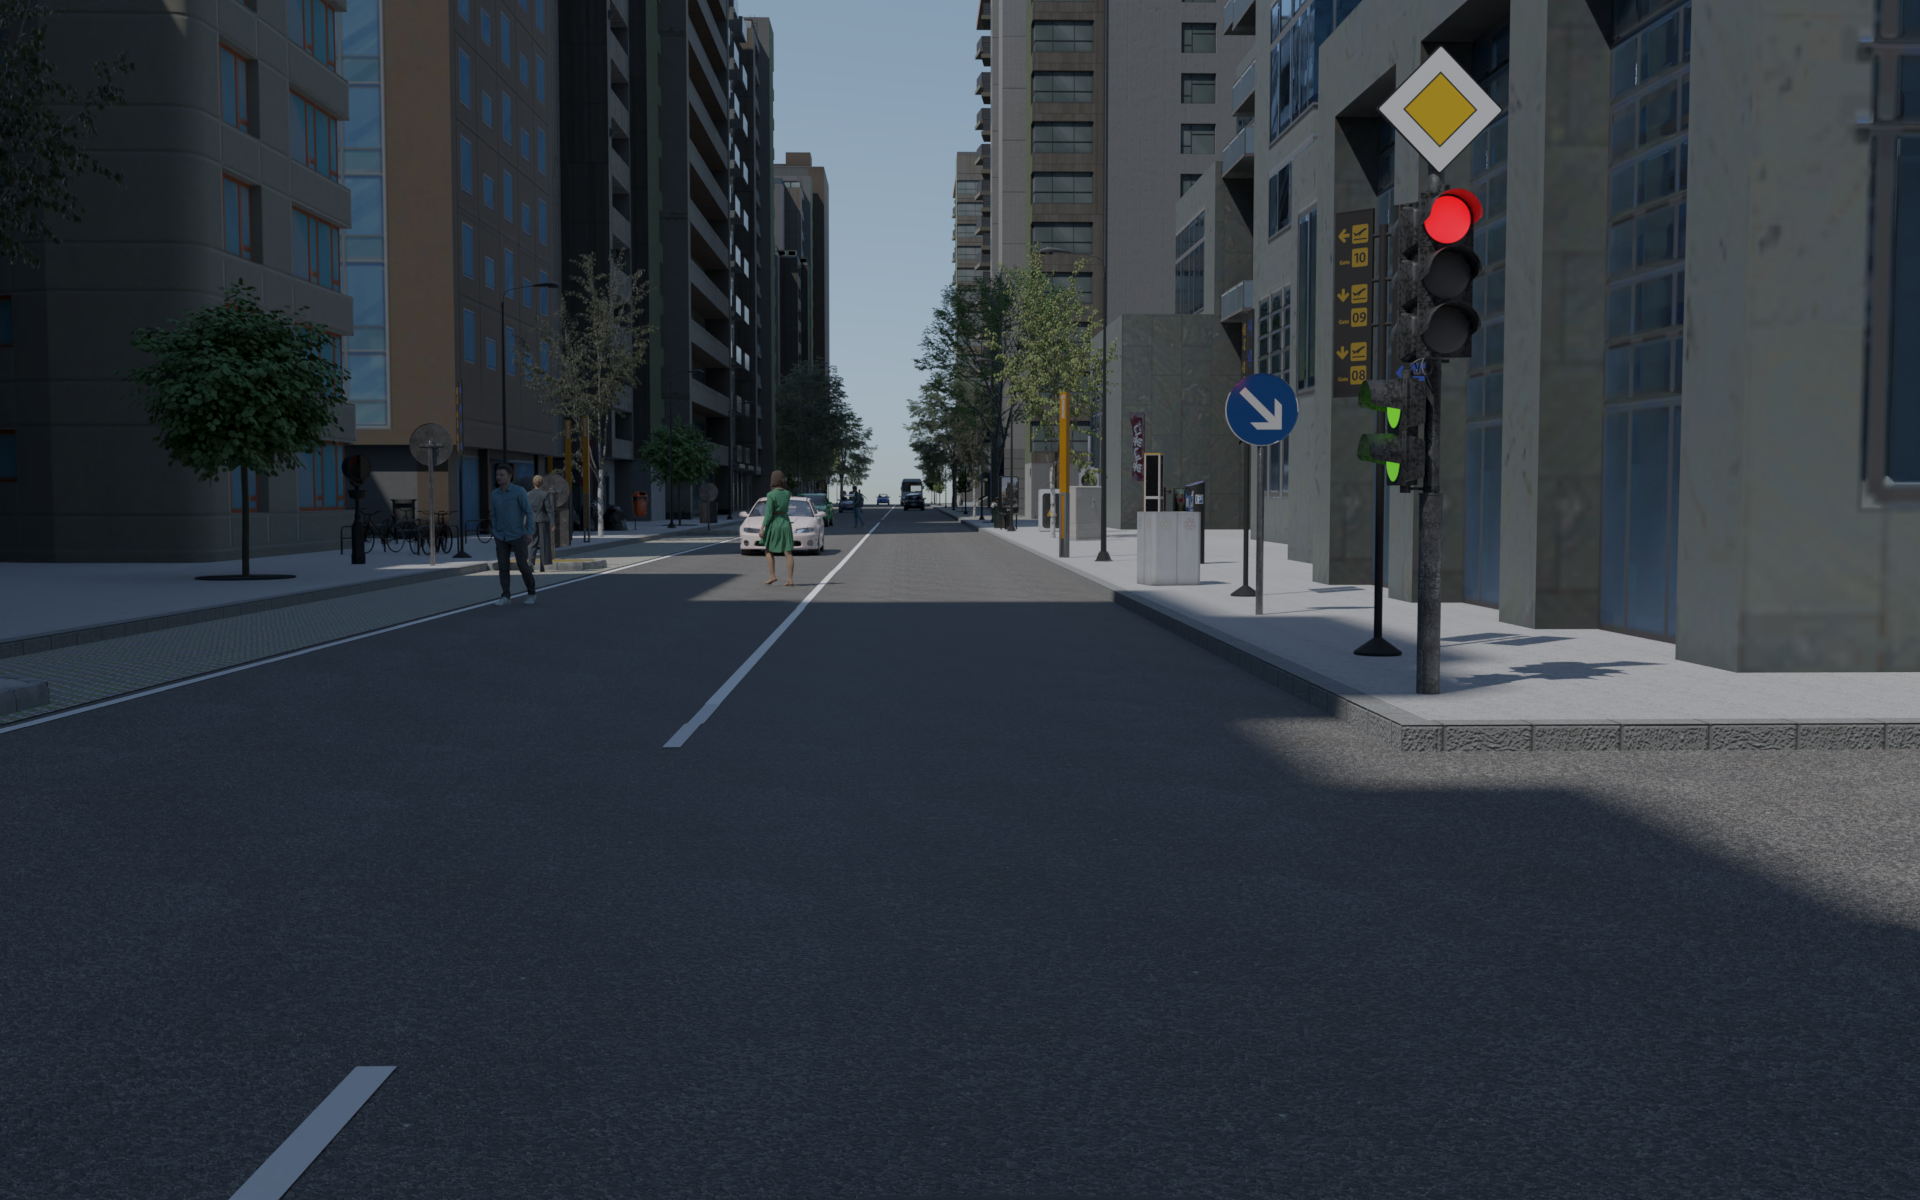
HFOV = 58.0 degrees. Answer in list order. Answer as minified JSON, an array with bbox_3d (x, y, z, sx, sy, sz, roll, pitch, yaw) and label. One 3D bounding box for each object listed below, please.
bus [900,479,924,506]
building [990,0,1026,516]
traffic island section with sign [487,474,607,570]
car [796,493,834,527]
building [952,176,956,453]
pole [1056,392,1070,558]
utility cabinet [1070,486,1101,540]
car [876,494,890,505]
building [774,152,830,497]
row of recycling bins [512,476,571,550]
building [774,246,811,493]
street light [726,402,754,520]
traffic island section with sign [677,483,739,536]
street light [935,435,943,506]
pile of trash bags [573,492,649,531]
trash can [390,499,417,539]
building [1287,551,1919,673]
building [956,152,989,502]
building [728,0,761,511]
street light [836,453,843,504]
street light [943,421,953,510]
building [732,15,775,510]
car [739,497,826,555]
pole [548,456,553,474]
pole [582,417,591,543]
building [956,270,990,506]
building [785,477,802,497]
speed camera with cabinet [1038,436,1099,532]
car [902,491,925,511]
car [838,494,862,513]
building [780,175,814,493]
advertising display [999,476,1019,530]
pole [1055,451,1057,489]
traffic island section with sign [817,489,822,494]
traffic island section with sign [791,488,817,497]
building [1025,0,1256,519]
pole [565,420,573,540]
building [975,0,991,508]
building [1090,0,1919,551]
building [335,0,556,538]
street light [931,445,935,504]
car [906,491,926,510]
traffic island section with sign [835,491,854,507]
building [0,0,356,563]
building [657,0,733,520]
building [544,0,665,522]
[{"bbox_3d":[-5.828,-13.218,210.971,2.948,3.499,13.247,0,4,-1],"label":"bus"},{"bbox_3d":[12.528,-35.070,115.388,21.231,58.520,28.212,0,4,-2],"label":"building"},{"bbox_3d":[-7.862,-1.504,33.218,1.989,1.847,2.006,0,4,-2],"label":"traffic island section with sign"},{"bbox_3d":[-6.609,-4.168,76.939,1.959,1.807,4.718,0,4,0],"label":"car"},{"bbox_3d":[10.089,-35.268,231.257,22.147,44.769,28.867,0,4,-2],"label":"building"},{"bbox_3d":[2.105,-2.509,34.860,0.158,3.312,0.155,0,3,0],"label":"pole"},{"bbox_3d":[3.499,-2.383,47.637,1.173,1.500,0.318,-3,5,-43],"label":"utility cabinet"},{"bbox_3d":[-10.260,-13.578,231.592,1.945,1.707,3.694,0,4,-1],"label":"car"},{"bbox_3d":[-24.594,-35.506,230.639,14.600,45.320,14.200,0,4,-2],"label":"building"},{"bbox_3d":[-10.021,-2.112,41.637,1.069,1.692,3.534,0,4,-2],"label":"row of recycling bins"},{"bbox_3d":[-24.904,-26.348,202.489,14.160,30.474,14.107,0,4,-2],"label":"building"},{"bbox_3d":[-11.057,-7.004,87.058,1.470,5.913,1.316,0,4,-2],"label":"street light"},{"bbox_3d":[-8.712,-3.152,60.159,1.989,1.847,2.006,0,4,-2],"label":"traffic island section with sign"},{"bbox_3d":[-1.036,-9.974,135.617,1.470,5.913,1.316,0,4,-2],"label":"street light"},{"bbox_3d":[-12.396,-3.124,60.826,1.912,1.369,3.447,3,5,42],"label":"pile of trash bags"},{"bbox_3d":[-15.772,-2.292,49.126,0.748,1.137,0.748,0,3,0],"label":"trash can"},{"bbox_3d":[20.715,-43.347,21.397,31.000,86.520,22.319,0,4,-2],"label":"building"},{"bbox_3d":[6.450,-32.180,209.735,14.154,41.232,14.086,0,4,-2],"label":"building"},{"bbox_3d":[-26.752,-30.690,121.386,23.786,49.044,30.456,0,4,-2],"label":"building"},{"bbox_3d":[-14.413,-13.733,197.073,1.470,5.913,1.316,0,4,-2],"label":"street light"},{"bbox_3d":[-0.183,-8.375,109.471,1.470,5.913,1.316,0,4,-2],"label":"street light"},{"bbox_3d":[-22.906,-28.158,143.985,14.154,41.232,14.086,0,4,-2],"label":"building"},{"bbox_3d":[-4.272,-1.814,42.018,2.083,1.381,4.827,0,4,-2],"label":"car"},{"bbox_3d":[-15.488,-4.382,65.497,0.158,3.312,0.155,0,3,0],"label":"pole"},{"bbox_3d":[-9.879,-3.177,45.784,0.158,3.312,0.155,0,3,0],"label":"pole"},{"bbox_3d":[15.744,-30.499,190.546,32.217,40.220,23.993,0,4,-2],"label":"building"},{"bbox_3d":[-33.149,-30.032,182.910,32.217,40.220,23.993,0,4,-2],"label":"building"},{"bbox_3d":[3.705,-3.949,58.906,2.038,3.252,0.660,0,4,6],"label":"speed camera with cabinet"},{"bbox_3d":[-4.021,-8.552,149.606,2.009,1.686,4.222,0,4,-2],"label":"car"},{"bbox_3d":[-8.466,-7.456,133.904,2.014,1.417,4.499,0,4,-2],"label":"car"},{"bbox_3d":[-25.703,-32.576,216.212,14.154,41.232,14.086,0,4,-2],"label":"building"},{"bbox_3d":[1.763,-3.507,62.549,0.123,1.923,0.974,3,5,42],"label":"advertising display"},{"bbox_3d":[4.638,-5.446,82.884,0.158,3.312,0.155,0,3,0],"label":"pole"},{"bbox_3d":[-11.105,-7.816,136.421,1.989,1.847,2.006,0,4,-2],"label":"traffic island section with sign"},{"bbox_3d":[-10.255,-6.156,109.281,1.989,1.847,2.006,0,4,-2],"label":"traffic island section with sign"},{"bbox_3d":[10.461,-19.777,95.049,14.160,30.474,14.107,0,4,-2],"label":"building"},{"bbox_3d":[-10.806,-3.300,47.800,0.158,3.312,0.155,0,3,0],"label":"pole"},{"bbox_3d":[12.521,-30.006,145.229,22.147,44.769,28.867,0,4,-2],"label":"building"},{"bbox_3d":[17.083,-45.402,54.987,22.319,86.520,31.000,0,4,-2],"label":"building"},{"bbox_3d":[-21.620,-24.795,55.509,14.600,45.320,14.200,0,4,-2],"label":"building"},{"bbox_3d":[-1.867,-11.628,162.654,1.470,5.913,1.316,0,4,-2],"label":"street light"},{"bbox_3d":[-3.963,-8.843,154.171,1.945,1.707,3.694,0,4,-2],"label":"car"},{"bbox_3d":[-12.877,-11.278,193.030,1.989,1.847,2.006,0,4,-2],"label":"traffic island section with sign"},{"bbox_3d":[-27.660,-11.047,25.653,27.650,21.520,28.899,0,4,-2],"label":"building"},{"bbox_3d":[-24.467,-28.855,95.481,21.300,48.544,21.600,0,4,-2],"label":"building"},{"bbox_3d":[-21.442,-18.739,78.091,14.160,30.474,14.107,0,4,-2],"label":"building"}]
